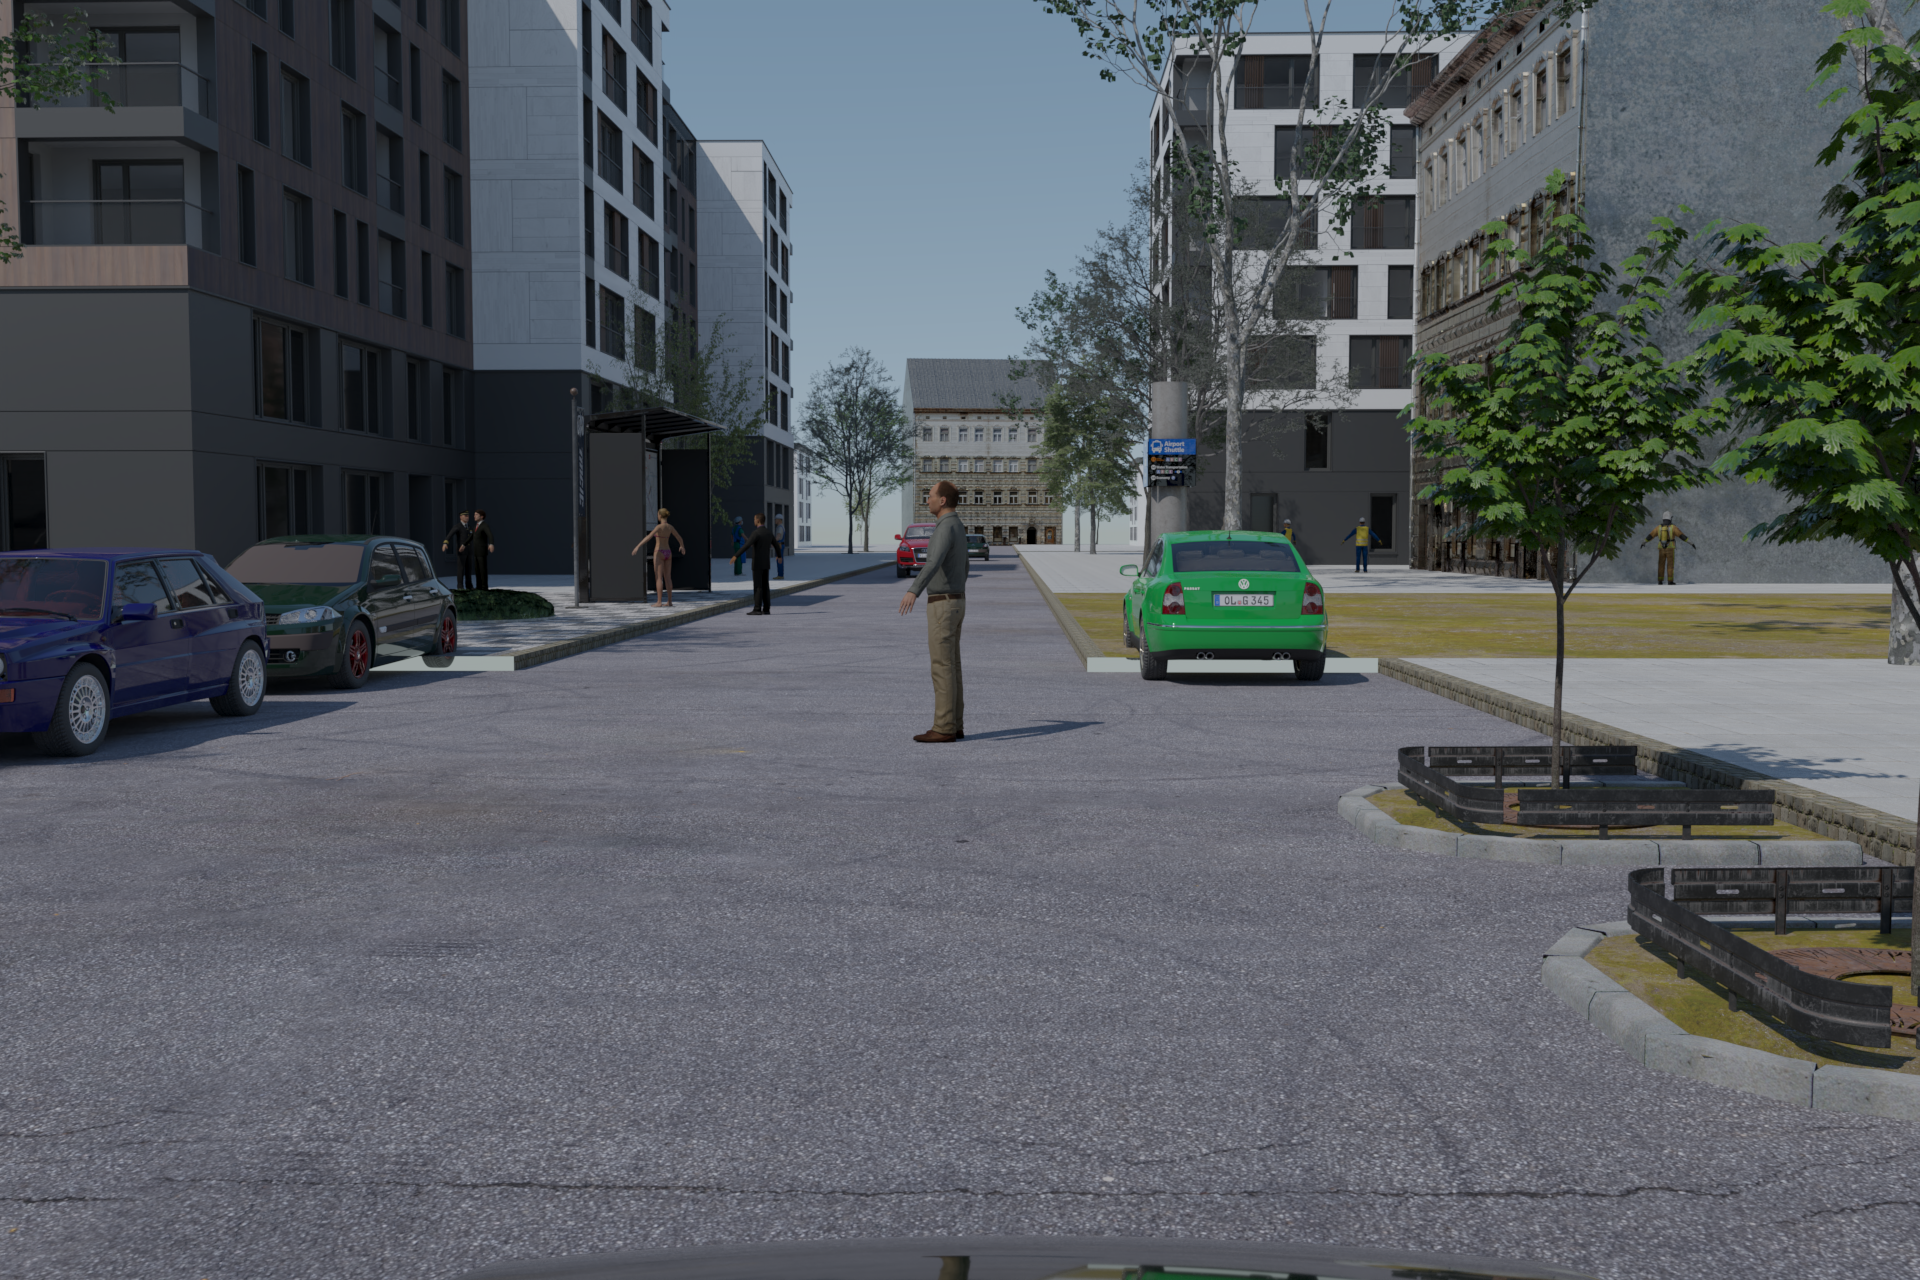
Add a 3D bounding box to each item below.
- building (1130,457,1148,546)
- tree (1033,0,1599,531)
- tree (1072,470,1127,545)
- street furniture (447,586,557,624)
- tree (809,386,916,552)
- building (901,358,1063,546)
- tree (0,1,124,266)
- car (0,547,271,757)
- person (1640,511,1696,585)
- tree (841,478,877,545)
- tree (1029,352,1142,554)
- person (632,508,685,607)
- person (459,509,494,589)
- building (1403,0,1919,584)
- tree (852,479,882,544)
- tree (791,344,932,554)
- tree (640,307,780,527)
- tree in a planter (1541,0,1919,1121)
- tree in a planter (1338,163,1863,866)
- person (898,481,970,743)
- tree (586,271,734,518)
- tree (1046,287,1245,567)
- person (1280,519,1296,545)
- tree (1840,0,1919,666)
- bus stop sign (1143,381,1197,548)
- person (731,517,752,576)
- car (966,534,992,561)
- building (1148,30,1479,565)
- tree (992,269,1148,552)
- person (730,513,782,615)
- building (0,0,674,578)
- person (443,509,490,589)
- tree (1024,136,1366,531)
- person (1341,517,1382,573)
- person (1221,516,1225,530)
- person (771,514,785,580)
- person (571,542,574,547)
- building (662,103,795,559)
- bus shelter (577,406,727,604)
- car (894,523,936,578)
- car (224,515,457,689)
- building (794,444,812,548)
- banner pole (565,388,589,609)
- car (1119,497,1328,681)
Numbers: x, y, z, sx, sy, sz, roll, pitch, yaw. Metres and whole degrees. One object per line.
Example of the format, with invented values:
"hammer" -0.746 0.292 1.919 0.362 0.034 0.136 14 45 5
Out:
"building" 23.850 -15.087 188.814 9.099 9.664 28.070 0 4 2
"tree" 7.211 -11.099 37.357 12.611 20.169 13.585 0 3 0
"tree" 17.151 -17.005 212.441 7.601 10.594 8.767 1 4 11
"street furniture" -10.847 -0.527 24.240 10.072 0.657 5.734 -1 4 -11
"tree" -6.763 -12.021 122.293 9.928 11.665 9.643 0 3 0
"building" 2.401 -23.393 215.868 18.063 23.208 19.493 0 4 -6
"tree" -12.323 -5.609 17.467 9.928 11.665 9.643 0 3 0
"car" -6.460 0.012 12.377 1.945 1.354 3.894 0 4 1
"person" 17.771 -2.310 43.530 1.354 1.858 0.705 3 4 39
"tree" -12.355 -15.993 211.851 4.737 8.622 4.395 0 3 0
"tree" 8.002 -11.649 108.594 7.486 12.596 7.792 0 3 0
"person" -5.306 -1.458 30.641 0.721 1.733 1.217 3 4 37
"person" -10.305 -1.893 37.144 0.705 1.806 1.347 -3 5 -44
"building" 25.346 -13.577 52.910 19.493 23.208 18.063 0 4 1
"tree" -11.228 -16.279 216.519 4.360 8.622 3.978 0 3 0
"tree" -6.933 -12.293 111.361 12.009 13.543 11.850 0 3 0
"tree" -8.354 -6.523 57.007 4.737 8.622 4.395 0 3 0
"tree in a planter" 2.842 -0.478 5.032 1.991 3.239 1.994 0 4 1
"tree in a planter" 2.925 -0.683 8.396 1.991 3.239 1.994 0 4 1
"person" -0.128 -0.201 12.009 0.705 1.796 1.348 1 4 15
"tree" -8.572 -6.027 48.898 4.360 8.622 3.978 0 3 0
"tree" 7.058 -8.073 66.413 8.767 10.594 7.601 1 4 21
"person" 10.657 -3.084 56.881 1.216 1.772 0.721 -3 5 -42
"tree" 9.575 -9.910 17.922 12.611 20.169 13.585 0 3 0
"bus stop sign" 3.650 -2.520 30.213 0.837 3.901 0.837 0 4 1
"person" -6.764 -2.879 53.192 0.704 1.817 1.347 -2 4 -32
"car" 0.709 -5.087 92.955 2.009 1.686 4.222 0 4 0
"building" 23.255 -14.855 86.859 27.936 21.610 32.646 0 4 2
"tree" 8.329 -16.329 122.871 12.611 20.169 13.585 0 3 0
"person" -3.549 -1.344 30.661 0.704 1.802 1.346 2 4 34
"building" -25.798 -12.730 52.111 27.936 21.610 32.646 0 4 2
"person" -11.222 -2.041 39.305 0.705 1.837 1.347 3 4 36
"tree" 7.116 -8.817 54.531 12.009 13.543 11.850 0 3 0
"person" 13.377 -3.162 57.666 1.349 1.833 0.705 0 4 6
"person" 7.744 -2.693 50.164 0.705 1.813 1.348 1 4 21
"person" -5.124 -2.634 48.929 0.705 1.847 1.347 0 4 3
"person" -10.561 -2.610 48.902 0.704 1.802 1.346 1 4 15
"building" -24.173 -14.934 88.147 27.936 21.610 32.646 0 4 1
"bus shelter" -6.140 -2.676 35.039 1.731 3.624 6.357 0 4 3
"car" -1.030 -3.034 58.280 2.281 1.827 5.304 0 4 1
"car" -6.372 -0.457 17.253 2.009 1.686 4.222 0 4 2
"building" -19.228 -14.115 172.935 9.099 9.664 28.070 0 4 1
"banner pole" -6.600 -2.446 30.012 0.401 3.779 0.863 0 4 3
"car" 2.708 -0.584 18.339 1.959 1.807 4.718 0 4 2
